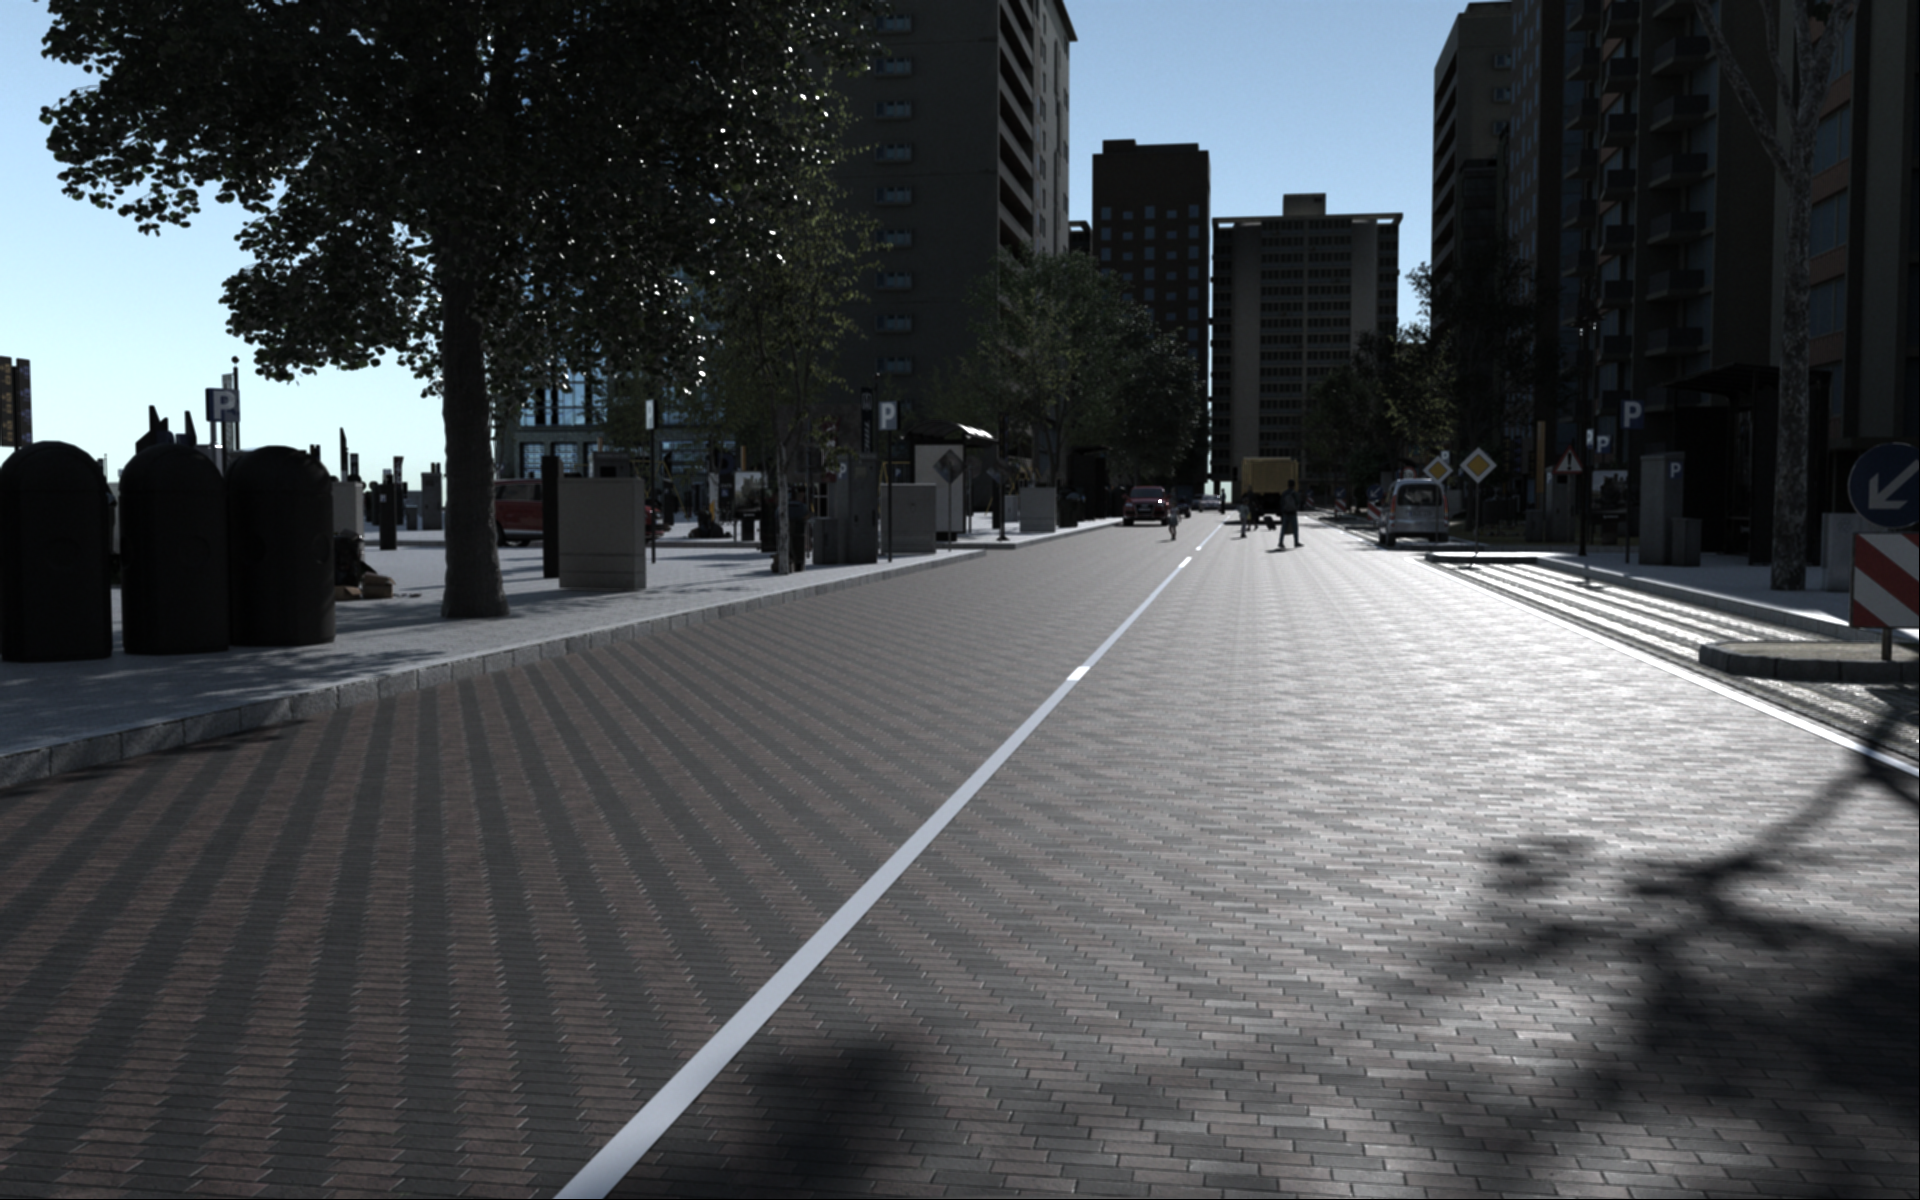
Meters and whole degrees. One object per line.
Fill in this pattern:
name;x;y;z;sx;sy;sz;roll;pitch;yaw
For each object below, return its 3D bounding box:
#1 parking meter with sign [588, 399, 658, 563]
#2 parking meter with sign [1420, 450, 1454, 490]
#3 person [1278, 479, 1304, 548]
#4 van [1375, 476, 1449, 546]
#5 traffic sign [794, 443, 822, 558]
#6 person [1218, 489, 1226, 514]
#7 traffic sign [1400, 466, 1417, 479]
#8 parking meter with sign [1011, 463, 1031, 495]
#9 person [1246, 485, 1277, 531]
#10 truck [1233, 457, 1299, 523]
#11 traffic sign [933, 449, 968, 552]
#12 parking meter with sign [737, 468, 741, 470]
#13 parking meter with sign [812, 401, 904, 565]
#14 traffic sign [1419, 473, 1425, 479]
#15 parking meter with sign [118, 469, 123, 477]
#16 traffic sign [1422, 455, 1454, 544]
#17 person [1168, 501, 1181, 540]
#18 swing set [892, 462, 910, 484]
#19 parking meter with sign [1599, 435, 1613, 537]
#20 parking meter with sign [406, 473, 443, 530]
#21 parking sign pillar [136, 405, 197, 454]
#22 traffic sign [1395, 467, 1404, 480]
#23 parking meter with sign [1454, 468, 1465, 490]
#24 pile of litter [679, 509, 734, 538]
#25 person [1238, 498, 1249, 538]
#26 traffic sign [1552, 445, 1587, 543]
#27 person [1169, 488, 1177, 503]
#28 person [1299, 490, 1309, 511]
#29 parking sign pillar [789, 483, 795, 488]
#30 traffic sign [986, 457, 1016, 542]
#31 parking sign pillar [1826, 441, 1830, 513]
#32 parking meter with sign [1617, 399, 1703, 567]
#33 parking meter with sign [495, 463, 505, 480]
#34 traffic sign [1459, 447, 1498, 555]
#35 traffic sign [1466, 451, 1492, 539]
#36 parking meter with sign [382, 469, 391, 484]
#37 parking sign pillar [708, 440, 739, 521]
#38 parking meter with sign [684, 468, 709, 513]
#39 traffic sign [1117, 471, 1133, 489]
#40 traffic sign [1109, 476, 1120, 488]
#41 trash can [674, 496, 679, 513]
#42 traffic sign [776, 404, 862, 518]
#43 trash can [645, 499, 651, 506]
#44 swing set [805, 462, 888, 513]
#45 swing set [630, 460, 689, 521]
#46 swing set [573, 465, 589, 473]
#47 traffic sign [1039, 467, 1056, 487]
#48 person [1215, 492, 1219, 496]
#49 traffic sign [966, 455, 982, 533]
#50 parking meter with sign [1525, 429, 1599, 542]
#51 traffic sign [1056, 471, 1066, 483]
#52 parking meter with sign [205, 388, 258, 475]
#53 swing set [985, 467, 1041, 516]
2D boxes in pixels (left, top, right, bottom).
parking meter with sign;-6.432;-2.167;31.690;1.738;3.016;0.543;-2;4;-25
parking meter with sign;18.629;-4.431;68.704;1.738;3.016;0.543;-2;4;-27
person;8.663;-2.268;45.568;0.713;1.824;0.794;-2;4;-25
van;12.719;-2.546;48.640;2.013;2.044;4.112;1;4;9
traffic sign;-3.032;-1.983;34.555;0.606;2.300;0.079;1;4;16
person;18.727;-7.035;123.513;0.705;1.826;1.348;2;4;26
traffic sign;20.670;-4.881;79.910;0.768;2.556;0.104;1;4;13
parking meter with sign;3.633;-6.082;95.700;0.543;3.016;1.738;-3;5;-42
person;11.778;-3.638;68.196;1.509;1.804;0.699;-1;4;-19
truck;16.031;-5.767;90.218;3.469;3.379;9.791;0;4;8
traffic sign;-0.226;-2.137;38.577;0.795;2.450;0.064;1;4;9
parking meter with sign;-14.942;-7.307;115.733;0.543;3.016;1.738;-1;4;-14
parking meter with sign;-1.932;-2.185;31.992;1.738;3.016;0.543;-3;5;-42
traffic sign;26.654;-6.094;99.636;0.884;2.594;0.081;1;4;18
parking meter with sign;-58.952;-7.617;120.799;0.543;3.016;1.738;1;4;11
traffic sign;12.280;-2.503;44.563;0.795;2.450;0.064;1;4;9
person;6.697;-2.459;53.719;0.382;1.210;0.505;-3;4;-39
swing set;-2.495;-5.305;84.359;3.119;2.851;2.862;1;4;16
parking meter with sign;19.713;-3.395;51.767;1.738;3.016;0.543;-2;4;-35
parking meter with sign;-18.890;-4.015;61.904;1.738;3.016;0.543;-1;4;-13
parking sign pillar;-24.556;-3.970;53.388;1.447;3.967;1.447;-1;4;-11
traffic sign;20.768;-4.955;81.127;0.768;2.556;0.104;1;4;15
parking meter with sign;32.831;-7.302;115.649;1.738;3.016;0.543;-2;4;-27
pile of litter;-7.420;-2.237;50.544;1.719;0.858;1.176;1;4;22
person;9.355;-2.705;57.006;0.425;1.301;0.394;2;4;31
traffic sign;15.976;-2.780;45.451;0.884;2.594;0.081;1;4;15
person;12.402;-5.672;101.417;0.728;1.800;0.709;-2;4;-33
person;28.338;-8.170;142.610;0.750;1.759;0.617;-1;4;-14
parking sign pillar;-11.482;-8.239;123.186;1.447;3.967;1.447;-2;4;-33
traffic sign;1.095;-2.618;46.453;0.795;2.450;0.064;1;4;9
parking sign pillar;25.636;-3.874;51.814;1.447;3.967;1.447;2;4;35
parking meter with sign;12.660;-2.141;31.267;0.543;3.016;1.738;-1;4;-20
parking meter with sign;-25.862;-6.197;97.577;0.543;3.016;1.738;-1;4;-18
traffic sign;10.959;-2.021;36.687;0.795;2.450;0.064;1;4;9
traffic sign;14.919;-3.045;49.890;0.768;2.556;0.104;1;4;16
parking meter with sign;-40.506;-7.704;122.222;0.543;3.016;1.738;-2;4;-26
parking sign pillar;-11.193;-5.709;81.806;1.447;3.967;1.447;-2;4;-28
parking meter with sign;-17.441;-7.292;115.490;1.738;3.016;0.543;1;4;9
traffic sign;9.270;-5.960;97.444;0.884;2.594;0.081;1;4;16
traffic sign;10.706;-7.333;120.003;0.768;2.556;0.104;1;4;12
trash can;-19.875;-6.650;120.379;0.748;1.137;0.748;0;3;0
traffic sign;-3.125;-2.784;39.390;2.265;3.308;0.079;1;4;17
trash can;-8.979;-2.240;48.278;0.748;1.137;0.748;0;3;0
swing set;-4.676;-3.846;60.509;3.119;2.851;2.862;2;4;29
swing set;-14.594;-5.110;81.170;2.862;2.851;3.119;1;4;20
swing set;-18.872;-5.754;91.697;3.119;2.851;2.862;0;4;6
traffic sign;4.143;-5.009;81.908;0.884;2.594;0.081;1;4;17
person;28.963;-11.361;195.176;0.541;1.710;0.530;1;4;11
traffic sign;0.329;-3.479;56.987;0.768;2.556;0.104;1;4;19
parking meter with sign;16.043;-3.061;46.303;1.738;3.016;0.543;0;4;-8
traffic sign;5.615;-5.964;97.614;0.768;2.556;0.104;1;4;15
parking meter with sign;-11.542;-1.954;28.208;1.738;3.016;0.543;3;4;38
swing set;3.345;-6.385;102.014;2.862;2.851;3.119;-2;4;-30
